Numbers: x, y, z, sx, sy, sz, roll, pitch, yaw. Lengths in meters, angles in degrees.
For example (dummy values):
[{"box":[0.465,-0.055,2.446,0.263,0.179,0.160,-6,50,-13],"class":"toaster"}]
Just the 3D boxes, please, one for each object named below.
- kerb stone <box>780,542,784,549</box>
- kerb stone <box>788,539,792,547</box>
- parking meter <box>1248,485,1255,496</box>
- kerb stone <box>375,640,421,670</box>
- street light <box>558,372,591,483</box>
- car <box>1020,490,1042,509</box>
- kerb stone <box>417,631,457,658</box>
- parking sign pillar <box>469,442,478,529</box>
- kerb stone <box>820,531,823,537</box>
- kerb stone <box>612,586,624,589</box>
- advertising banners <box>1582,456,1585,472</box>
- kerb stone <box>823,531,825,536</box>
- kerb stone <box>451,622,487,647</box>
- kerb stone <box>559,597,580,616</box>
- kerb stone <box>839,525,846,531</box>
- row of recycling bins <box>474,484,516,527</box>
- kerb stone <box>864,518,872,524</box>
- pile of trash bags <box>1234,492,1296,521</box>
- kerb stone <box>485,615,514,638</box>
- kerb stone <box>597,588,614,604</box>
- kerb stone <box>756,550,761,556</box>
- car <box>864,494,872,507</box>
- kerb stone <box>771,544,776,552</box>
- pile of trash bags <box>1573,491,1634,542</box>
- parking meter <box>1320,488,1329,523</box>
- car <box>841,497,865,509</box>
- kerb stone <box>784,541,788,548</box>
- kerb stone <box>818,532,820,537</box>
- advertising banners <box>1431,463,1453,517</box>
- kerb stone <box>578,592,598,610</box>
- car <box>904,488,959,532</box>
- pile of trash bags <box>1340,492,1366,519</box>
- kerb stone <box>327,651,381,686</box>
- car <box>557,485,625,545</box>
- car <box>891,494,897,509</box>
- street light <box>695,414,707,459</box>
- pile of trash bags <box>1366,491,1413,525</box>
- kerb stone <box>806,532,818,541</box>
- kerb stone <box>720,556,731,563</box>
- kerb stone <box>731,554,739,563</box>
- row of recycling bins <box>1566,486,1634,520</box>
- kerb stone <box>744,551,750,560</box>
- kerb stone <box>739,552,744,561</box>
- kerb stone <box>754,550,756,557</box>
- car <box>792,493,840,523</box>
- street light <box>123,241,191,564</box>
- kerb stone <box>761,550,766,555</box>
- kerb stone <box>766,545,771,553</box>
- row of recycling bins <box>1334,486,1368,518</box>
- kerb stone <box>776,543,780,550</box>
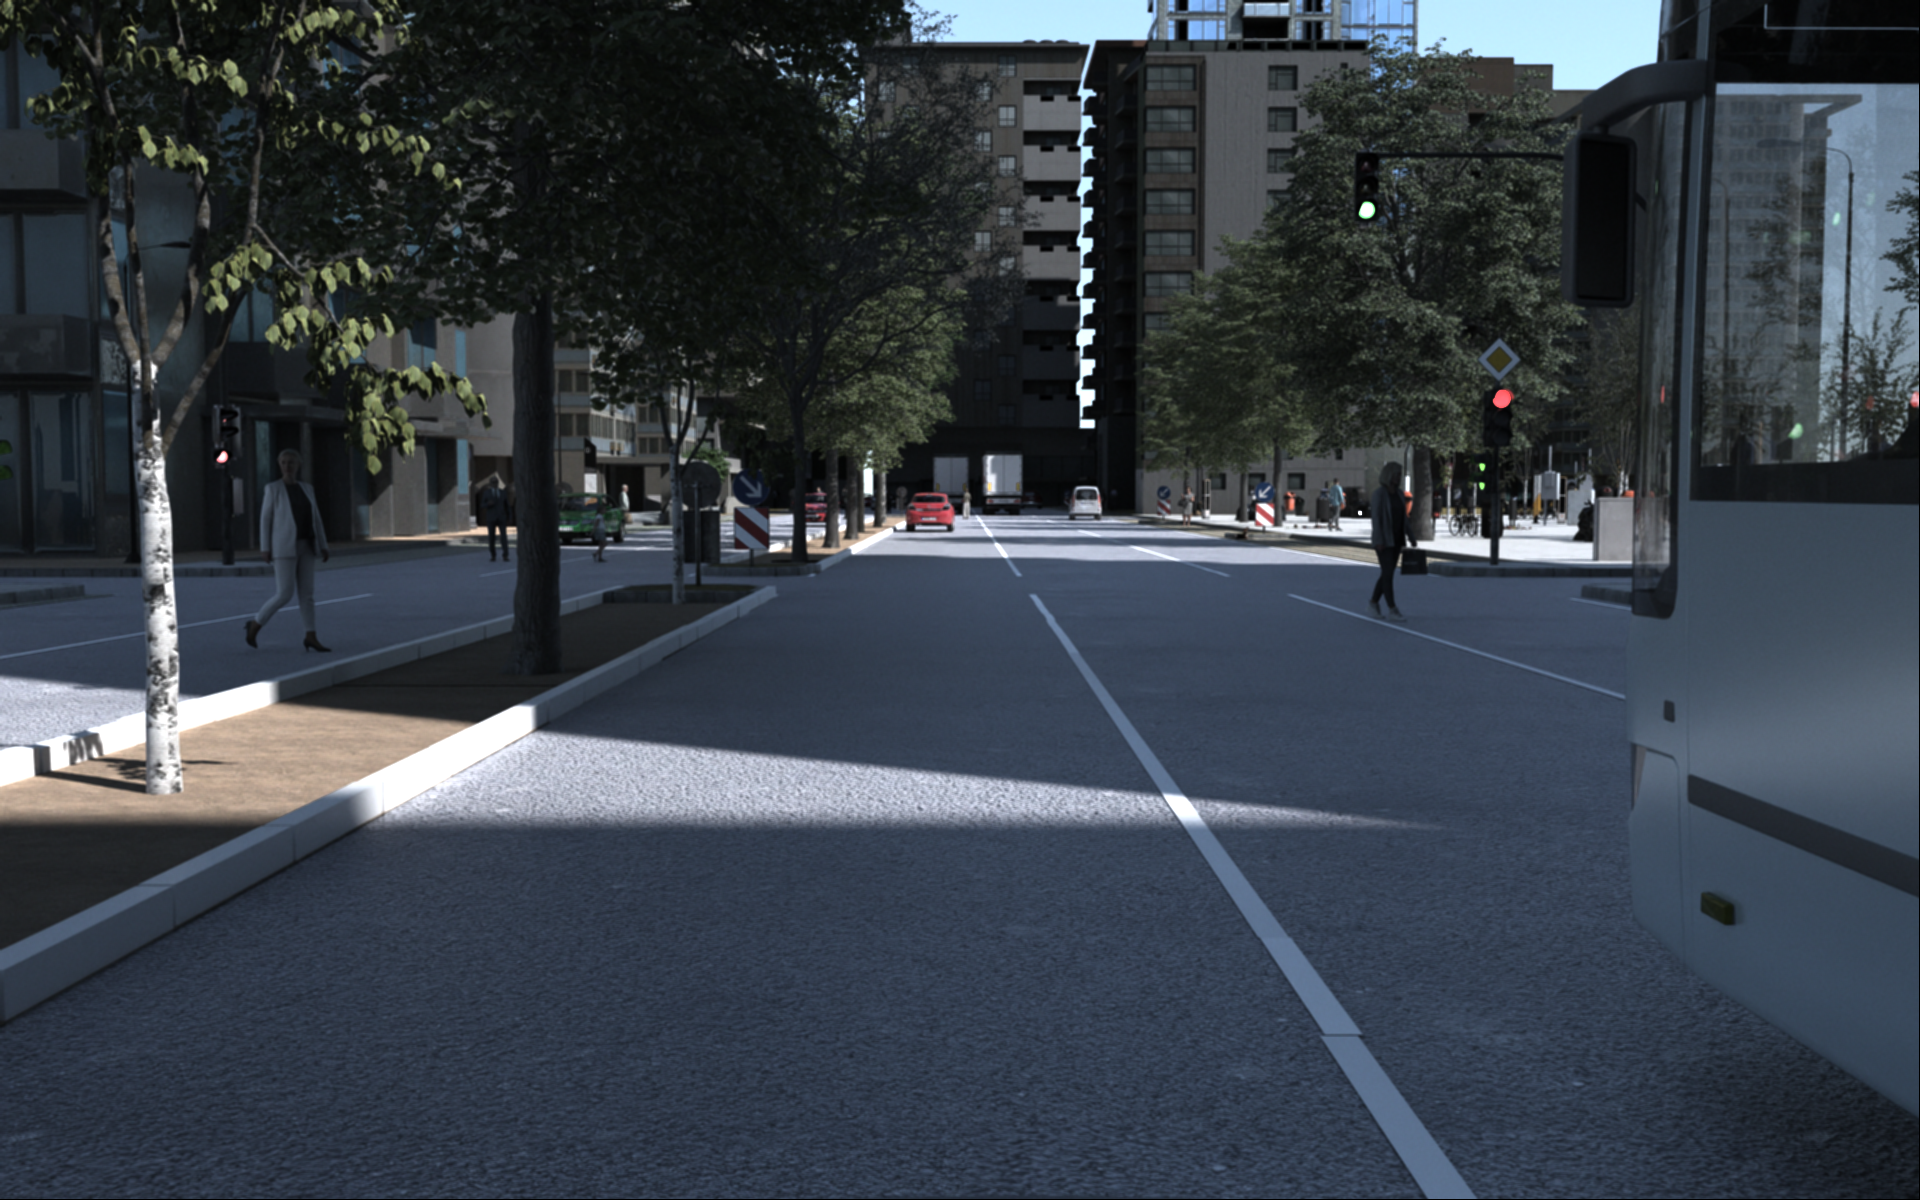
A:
[{"box":[-4.704,-1.370,44.667,0.120,0.150,1.000,0,3,0],"class":"kerb stone"},{"box":[-4.699,-1.496,46.723,0.120,0.150,1.000,0,3,0],"class":"kerb stone"},{"box":[17.925,-6.156,106.369,0.399,1.863,0.255,0,4,-5],"class":"parking meter"},{"box":[-4.735,0.474,14.444,0.120,0.150,1.000,0,3,0],"class":"kerb stone"},{"box":[-14.658,-5.703,65.780,1.470,5.913,1.316,0,3,0],"class":"street light"},{"box":[6.924,-9.796,168.837,2.281,1.827,5.304,0,4,0],"class":"car"},{"box":[-4.728,0.411,15.473,0.120,0.150,1.000,0,3,0],"class":"kerb stone"},{"box":[-18.581,-4.613,63.895,1.447,3.967,1.447,-2,4,-25],"class":"parking sign pillar"},{"box":[-4.696,-2.127,56.968,0.120,0.150,1.000,0,3,0],"class":"kerb stone"},{"box":[-4.719,-0.091,23.685,0.120,0.150,1.000,0,3,0],"class":"kerb stone"},{"box":[28.814,-5.159,80.541,0.090,3.025,2.074,1,4,11],"class":"advertising banners"},{"box":[-4.697,-2.189,57.990,0.120,0.150,1.000,0,3,0],"class":"kerb stone"},{"box":[-4.729,0.349,16.497,0.120,0.150,1.000,0,3,0],"class":"kerb stone"},{"box":[-4.725,0.097,20.603,0.120,0.150,1.000,0,3,0],"class":"kerb stone"},{"box":[-4.679,-2.879,69.260,0.120,0.150,1.000,0,3,0],"class":"kerb stone"},{"box":[-18.896,-3.742,68.296,3.534,1.692,1.069,1,4,11],"class":"row of recycling bins"},{"box":[-4.669,-4.006,87.692,0.120,0.150,1.000,0,3,0],"class":"kerb stone"},{"box":[15.000,-4.527,83.770,3.447,1.369,1.912,-3,5,-39],"class":"pile of trash bags"},{"box":[-4.723,0.286,17.526,0.120,0.150,1.000,0,3,0],"class":"kerb stone"},{"box":[-4.725,-0.027,22.660,0.120,0.150,1.000,0,3,0],"class":"kerb stone"},{"box":[-4.713,-1.062,39.551,0.120,0.150,1.000,0,3,0],"class":"kerb stone"},{"box":[-9.601,-10.148,174.960,2.155,1.783,4.494,0,3,0],"class":"car"},{"box":[-4.705,-1.249,42.622,0.120,0.150,1.000,0,3,0],"class":"kerb stone"},{"box":[17.626,-2.237,46.320,1.912,1.369,3.447,1,4,10],"class":"pile of trash bags"},{"box":[16.187,-4.186,76.859,0.372,1.533,0.369,0,3,0],"class":"parking meter"},{"box":[-10.403,-9.761,168.257,2.281,1.827,5.304,0,4,1],"class":"car"},{"box":[-4.713,-1.432,45.690,0.120,0.150,1.000,0,3,0],"class":"kerb stone"},{"box":[-4.690,-2.064,55.942,0.120,0.150,1.000,0,3,0],"class":"kerb stone"},{"box":[26.405,-6.114,96.159,2.074,3.025,0.090,0,4,-3],"class":"advertising banners"},{"box":[-4.719,0.035,21.629,0.120,0.150,1.000,0,3,0],"class":"kerb stone"},{"box":[-1.130,-3.541,66.933,2.155,1.783,4.494,0,4,1],"class":"car"},{"box":[21.137,-4.988,91.303,1.912,1.369,3.447,-3,4,-38],"class":"pile of trash bags"},{"box":[-4.730,0.537,13.416,0.120,0.150,1.000,0,3,0],"class":"kerb stone"},{"box":[-10.845,-2.502,49.707,1.959,1.807,4.718,0,4,0],"class":"car"},{"box":[-7.066,-9.863,171.045,2.009,1.686,4.222,0,4,0],"class":"car"},{"box":[-14.613,-7.756,99.358,1.470,5.913,1.316,0,3,0],"class":"street light"},{"box":[14.446,-2.859,56.504,1.912,1.369,3.447,1,4,17],"class":"pile of trash bags"},{"box":[-4.697,-2.002,54.920,0.120,0.150,1.000,0,3,0],"class":"kerb stone"},{"box":[-4.725,-0.749,34.437,0.120,0.150,1.000,0,3,0],"class":"kerb stone"},{"box":[-4.712,-0.804,35.460,0.120,0.150,1.000,0,3,0],"class":"kerb stone"},{"box":[31.877,-4.875,86.819,3.534,1.692,1.069,0,4,-5],"class":"row of recycling bins"},{"box":[-4.704,-0.929,37.504,0.120,0.150,1.000,0,3,0],"class":"kerb stone"},{"box":[-4.717,-0.874,36.482,0.120,0.150,1.000,0,3,0],"class":"kerb stone"},{"box":[-4.714,-0.997,38.529,0.120,0.150,1.000,0,3,0],"class":"kerb stone"},{"box":[-6.411,-4.188,77.519,2.155,1.783,4.494,0,4,1],"class":"car"},{"box":[-14.787,-3.634,31.954,1.470,5.913,1.316,0,3,0],"class":"street light"},{"box":[-4.710,-1.124,40.574,0.120,0.150,1.000,0,3,0],"class":"kerb stone"},{"box":[-4.704,-1.185,41.599,0.120,0.150,1.000,0,3,0],"class":"kerb stone"},{"box":[21.425,-5.367,94.855,1.069,1.692,3.534,0,4,-8],"class":"row of recycling bins"},{"box":[-4.708,-1.310,43.644,0.120,0.150,1.000,0,3,0],"class":"kerb stone"}]
